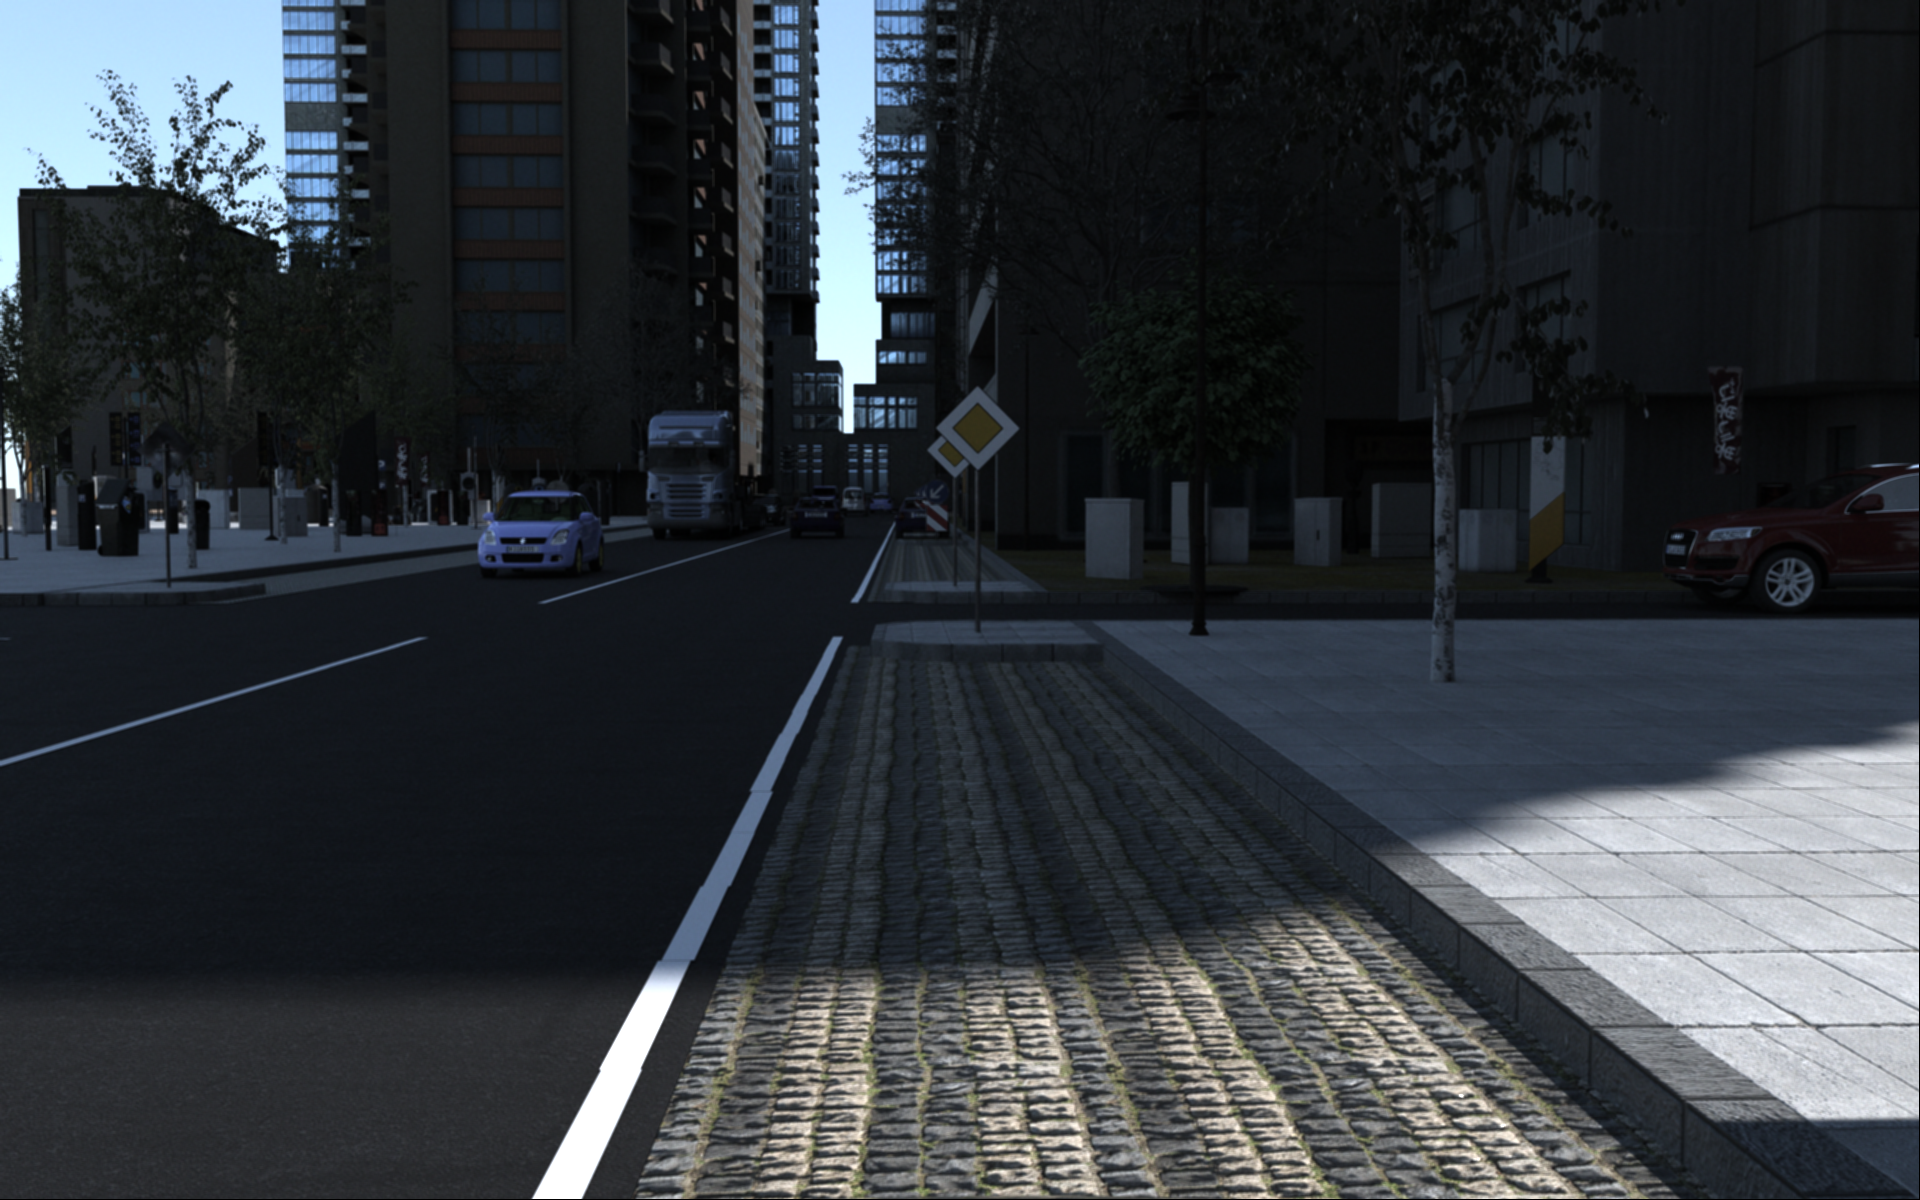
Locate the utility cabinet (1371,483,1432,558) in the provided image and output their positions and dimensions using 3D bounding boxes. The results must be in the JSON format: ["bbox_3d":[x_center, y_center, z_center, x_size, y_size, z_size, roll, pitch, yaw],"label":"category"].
[{"bbox_3d":[8.822,-1.588,34.647,1.173,1.500,0.318,-1,4,-17],"label":"utility cabinet"}]

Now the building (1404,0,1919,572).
[{"bbox_3d":[16.755,-21.221,30.562,14.086,41.232,14.154,0,4,-2],"label":"building"}]

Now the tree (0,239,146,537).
[{"bbox_3d":[-28.062,-6.218,52.027,4.737,8.622,4.395,0,3,0],"label":"tree"}]

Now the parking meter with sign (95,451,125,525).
[{"bbox_3d":[-34.880,-4.561,70.841,1.738,3.016,0.543,2,4,29],"label":"parking meter with sign"}]

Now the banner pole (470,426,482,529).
[{"bbox_3d":[-17.699,-4.481,63.276,0.401,3.779,0.863,-1,4,-20],"label":"banner pole"}]

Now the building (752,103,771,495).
[{"bbox_3d":[-29.751,-28.488,157.656,23.993,40.220,32.217,0,4,-2],"label":"building"}]

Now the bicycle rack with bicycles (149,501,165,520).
[{"bbox_3d":[-39.691,-4.368,84.796,2.852,0.926,2.925,-2,4,-31],"label":"bicycle rack with bicycles"}]

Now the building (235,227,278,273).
[{"bbox_3d":[-82.812,-25.403,187.033,14.107,30.474,14.160,0,4,-2],"label":"building"}]

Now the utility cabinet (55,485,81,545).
[{"bbox_3d":[-22.129,-2.104,43.074,0.318,1.500,1.173,-1,4,-9],"label":"utility cabinet"}]

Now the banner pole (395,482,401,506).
[{"bbox_3d":[-25.147,-5.349,77.474,0.401,3.779,0.863,-2,4,-32],"label":"banner pole"}]

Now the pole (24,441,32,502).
[{"bbox_3d":[-36.023,-4.474,66.997,0.158,3.312,0.155,0,3,0],"label":"pole"}]

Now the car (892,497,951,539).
[{"bbox_3d":[-1.239,-2.658,56.044,1.945,1.354,3.894,0,4,-3],"label":"car"}]

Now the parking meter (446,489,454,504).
[{"bbox_3d":[-25.937,-4.872,88.061,0.372,1.533,0.369,0,3,0],"label":"parking meter"}]

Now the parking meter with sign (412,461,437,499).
[{"bbox_3d":[-28.446,-5.917,92.999,1.738,3.016,0.543,-1,4,-13],"label":"parking meter with sign"}]

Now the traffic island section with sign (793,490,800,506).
[{"bbox_3d":[-14.351,-8.810,152.663,1.989,1.847,2.006,0,4,-2],"label":"traffic island section with sign"}]

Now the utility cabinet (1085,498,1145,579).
[{"bbox_3d":[2.362,-0.936,26.463,0.306,1.237,1.020,-3,4,-38],"label":"utility cabinet"}]

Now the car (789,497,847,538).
[{"bbox_3d":[-4.715,-2.745,57.462,1.945,1.354,3.894,0,4,-3],"label":"car"}]

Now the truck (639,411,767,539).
[{"bbox_3d":[-8.761,-4.404,61.770,2.967,4.110,18.799,0,4,-2],"label":"truck"}]

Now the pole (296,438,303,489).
[{"bbox_3d":[-24.015,-4.230,63.010,0.158,3.312,0.155,0,3,0],"label":"pole"}]

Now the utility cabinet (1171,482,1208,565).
[{"bbox_3d":[4.179,-1.394,31.477,0.318,1.500,1.173,-1,4,-11],"label":"utility cabinet"}]

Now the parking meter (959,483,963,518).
[{"bbox_3d":[0.133,-5.393,93.887,0.255,1.863,0.399,-3,4,-37],"label":"parking meter"}]

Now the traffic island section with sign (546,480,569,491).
[{"bbox_3d":[-11.283,-2.432,48.386,1.989,1.847,2.006,0,4,-2],"label":"traffic island section with sign"}]

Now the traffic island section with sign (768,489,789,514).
[{"bbox_3d":[-13.556,-7.162,125.719,1.989,1.847,2.006,0,4,-2],"label":"traffic island section with sign"}]

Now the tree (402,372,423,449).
[{"bbox_3d":[-28.778,-8.914,96.105,4.360,8.622,3.978,0,3,0],"label":"tree"}]

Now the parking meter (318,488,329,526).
[{"bbox_3d":[-25.341,-3.703,68.962,0.372,1.533,0.369,0,3,0],"label":"parking meter"}]

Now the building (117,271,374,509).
[{"bbox_3d":[-56.776,-19.259,159.931,28.899,21.520,27.650,0,4,-2],"label":"building"}]

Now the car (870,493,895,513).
[{"bbox_3d":[-5.895,-7.400,130.576,1.945,1.707,3.694,0,3,0],"label":"car"}]

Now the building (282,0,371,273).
[{"bbox_3d":[-60.397,-53.682,190.373,31.000,86.520,22.319,0,4,-2],"label":"building"}]

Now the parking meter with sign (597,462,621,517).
[{"bbox_3d":[-19.660,-6.081,95.691,1.738,3.016,0.543,0,4,8],"label":"parking meter with sign"}]

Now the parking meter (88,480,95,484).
[{"bbox_3d":[-36.553,-4.110,72.908,0.255,1.863,0.399,-2,4,-27],"label":"parking meter"}]

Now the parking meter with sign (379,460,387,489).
[{"bbox_3d":[-29.312,-5.595,87.743,0.543,3.016,1.738,-1,4,-21],"label":"parking meter with sign"}]

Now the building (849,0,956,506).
[{"bbox_3d":[2.331,-53.789,192.125,31.000,86.520,22.319,0,4,-2],"label":"building"}]

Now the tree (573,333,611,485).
[{"bbox_3d":[-17.068,-7.582,74.334,4.360,8.622,3.978,0,3,0],"label":"tree"}]

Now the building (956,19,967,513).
[{"bbox_3d":[10.249,-35.111,116.068,21.231,58.520,28.212,0,4,-2],"label":"building"}]

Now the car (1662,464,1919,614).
[{"bbox_3d":[11.519,-0.790,21.585,5.304,1.827,2.281,0,4,0],"label":"car"}]

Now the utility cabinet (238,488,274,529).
[{"bbox_3d":[-25.319,-3.283,62.352,1.173,1.500,0.318,-2,4,-31],"label":"utility cabinet"}]

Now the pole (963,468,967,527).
[{"bbox_3d":[0.208,-4.549,68.224,0.158,3.312,0.155,0,3,0],"label":"pole"}]

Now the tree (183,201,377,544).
[{"bbox_3d":[-17.261,-5.765,44.613,4.360,8.622,3.978,0,3,0],"label":"tree"}]

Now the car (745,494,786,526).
[{"bbox_3d":[-8.848,-4.168,77.934,2.009,1.686,4.222,0,4,0],"label":"car"}]

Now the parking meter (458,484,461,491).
[{"bbox_3d":[-26.541,-5.300,92.374,0.399,1.863,0.255,-1,4,-8],"label":"parking meter"}]

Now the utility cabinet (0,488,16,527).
[{"bbox_3d":[-37.301,-3.579,67.203,0.318,1.500,1.173,3,4,37],"label":"utility cabinet"}]

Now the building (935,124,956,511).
[{"bbox_3d":[5.234,-22.418,138.237,14.160,30.474,14.107,0,4,-2],"label":"building"}]

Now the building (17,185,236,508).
[{"bbox_3d":[-79.467,-24.118,166.035,14.107,30.474,14.160,0,4,-2],"label":"building"}]

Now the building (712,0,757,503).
[{"bbox_3d":[-23.427,-29.608,134.203,14.600,45.320,14.200,0,4,-2],"label":"building"}]

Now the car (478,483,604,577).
[{"bbox_3d":[-7.445,-1.305,30.932,1.945,1.707,3.694,0,4,-3],"label":"car"}]

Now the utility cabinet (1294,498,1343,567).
[{"bbox_3d":[6.421,-1.221,31.121,0.306,1.237,1.020,-2,4,-27],"label":"utility cabinet"}]

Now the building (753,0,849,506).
[{"bbox_3d":[-28.653,-53.730,191.152,31.000,86.520,22.319,0,4,-2],"label":"building"}]

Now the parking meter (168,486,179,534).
[{"bbox_3d":[-25.473,-2.909,55.969,0.372,1.533,0.369,0,3,0],"label":"parking meter"}]

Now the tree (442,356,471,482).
[{"bbox_3d":[-21.195,-7.102,66.477,4.737,8.622,4.395,0,3,0],"label":"tree"}]

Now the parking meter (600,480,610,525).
[{"bbox_3d":[-14.533,-3.986,70.887,0.255,1.863,0.399,1,4,12],"label":"parking meter"}]

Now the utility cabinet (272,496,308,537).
[{"bbox_3d":[-20.180,-2.510,52.198,0.306,1.237,1.020,2,4,32],"label":"utility cabinet"}]

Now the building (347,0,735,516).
[{"bbox_3d":[-26.550,-27.990,112.256,22.147,44.769,28.867,0,4,-2],"label":"building"}]

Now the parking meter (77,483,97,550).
[{"bbox_3d":[-20.048,-1.917,39.758,0.372,1.533,0.369,0,3,0],"label":"parking meter"}]

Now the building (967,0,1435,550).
[{"bbox_3d":[11.186,-26.004,48.872,21.300,48.544,21.600,0,4,-2],"label":"building"}]

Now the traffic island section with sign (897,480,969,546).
[{"bbox_3d":[-0.767,-2.450,48.684,1.989,1.847,2.006,0,4,-2],"label":"traffic island section with sign"}]

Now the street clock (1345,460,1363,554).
[{"bbox_3d":[8.410,-1.984,37.002,0.358,2.002,0.471,2,4,35],"label":"street clock"}]

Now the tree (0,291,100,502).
[{"bbox_3d":[-33.379,-6.878,62.812,4.360,8.622,3.978,0,3,0],"label":"tree"}]

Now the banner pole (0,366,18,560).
[{"bbox_3d":[-18.941,-2.683,33.890,0.863,3.779,0.401,0,4,4],"label":"banner pole"}]
